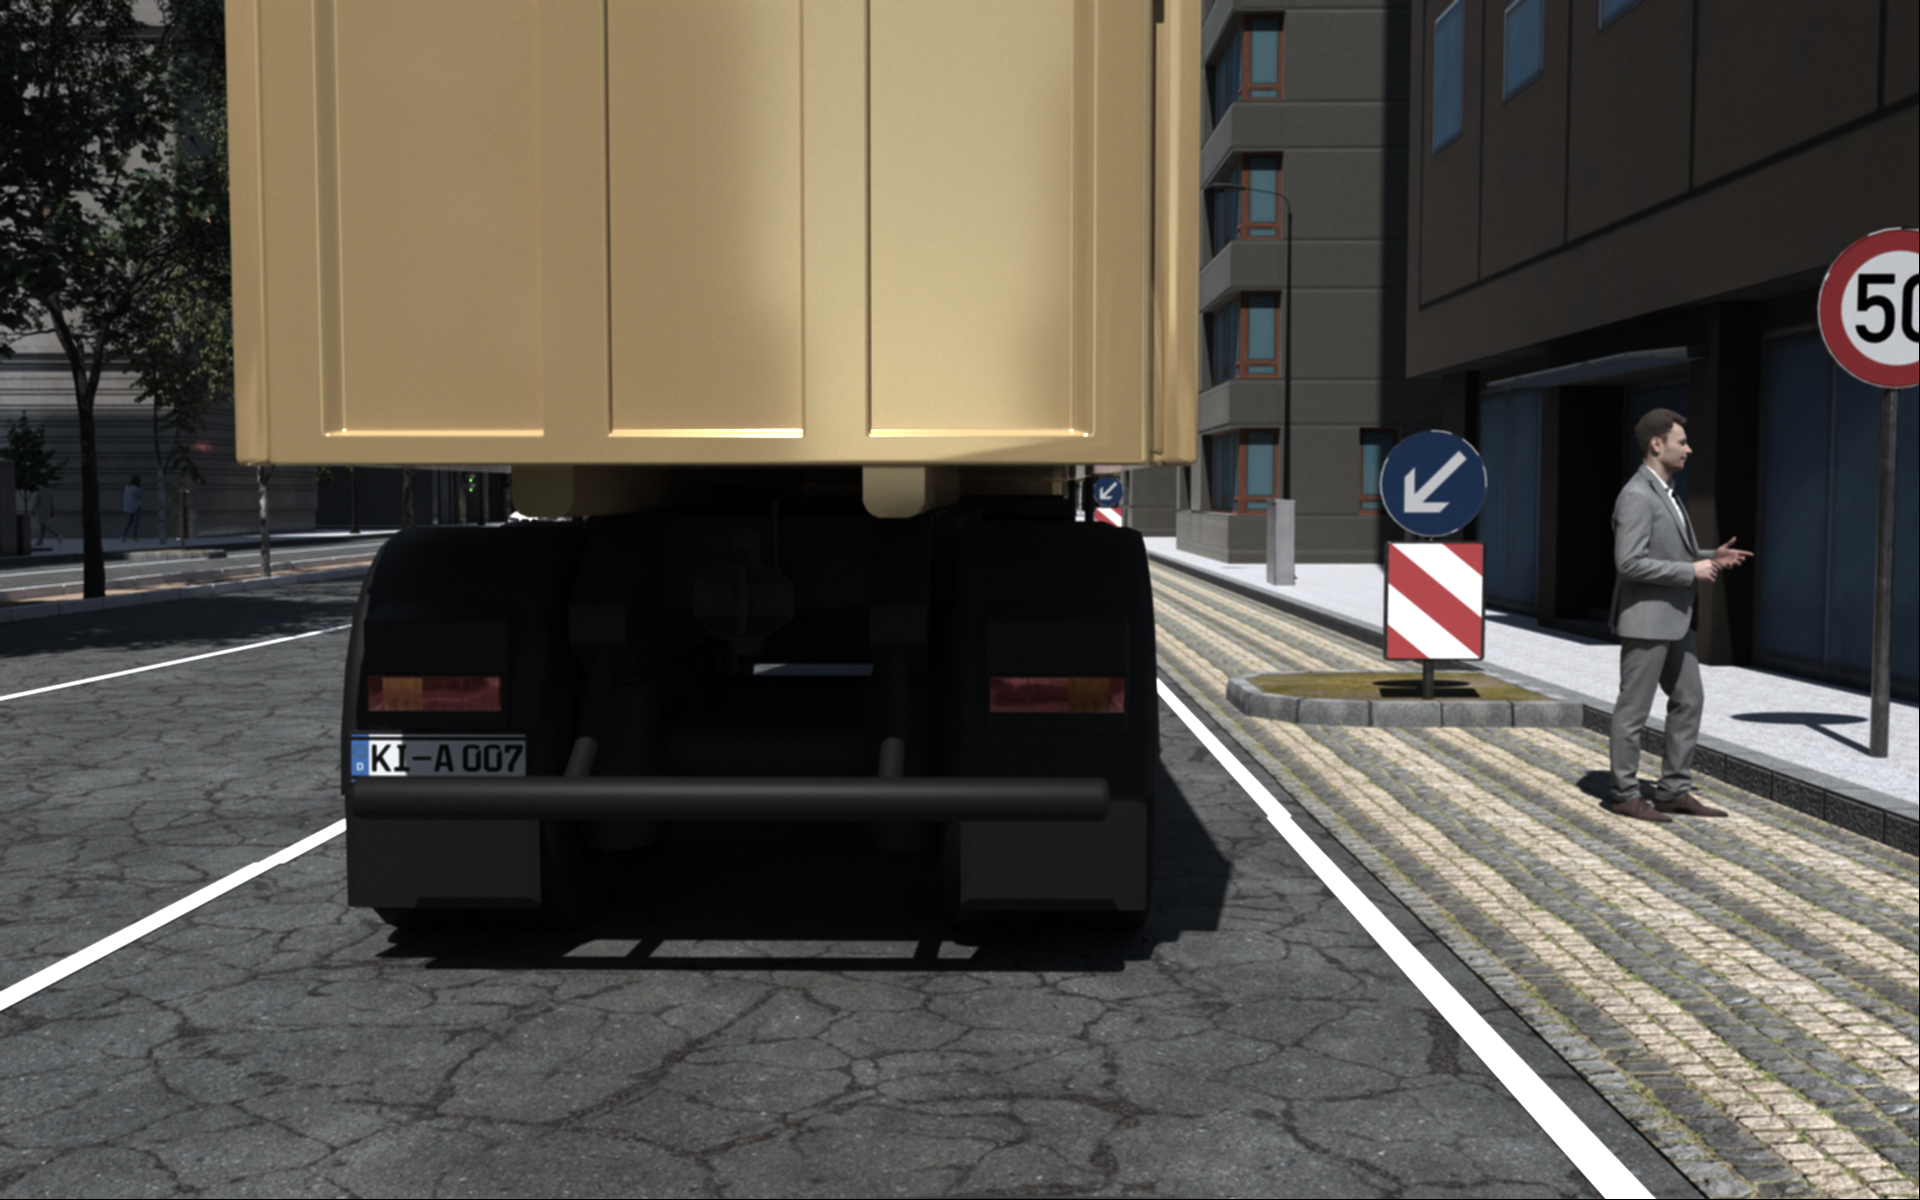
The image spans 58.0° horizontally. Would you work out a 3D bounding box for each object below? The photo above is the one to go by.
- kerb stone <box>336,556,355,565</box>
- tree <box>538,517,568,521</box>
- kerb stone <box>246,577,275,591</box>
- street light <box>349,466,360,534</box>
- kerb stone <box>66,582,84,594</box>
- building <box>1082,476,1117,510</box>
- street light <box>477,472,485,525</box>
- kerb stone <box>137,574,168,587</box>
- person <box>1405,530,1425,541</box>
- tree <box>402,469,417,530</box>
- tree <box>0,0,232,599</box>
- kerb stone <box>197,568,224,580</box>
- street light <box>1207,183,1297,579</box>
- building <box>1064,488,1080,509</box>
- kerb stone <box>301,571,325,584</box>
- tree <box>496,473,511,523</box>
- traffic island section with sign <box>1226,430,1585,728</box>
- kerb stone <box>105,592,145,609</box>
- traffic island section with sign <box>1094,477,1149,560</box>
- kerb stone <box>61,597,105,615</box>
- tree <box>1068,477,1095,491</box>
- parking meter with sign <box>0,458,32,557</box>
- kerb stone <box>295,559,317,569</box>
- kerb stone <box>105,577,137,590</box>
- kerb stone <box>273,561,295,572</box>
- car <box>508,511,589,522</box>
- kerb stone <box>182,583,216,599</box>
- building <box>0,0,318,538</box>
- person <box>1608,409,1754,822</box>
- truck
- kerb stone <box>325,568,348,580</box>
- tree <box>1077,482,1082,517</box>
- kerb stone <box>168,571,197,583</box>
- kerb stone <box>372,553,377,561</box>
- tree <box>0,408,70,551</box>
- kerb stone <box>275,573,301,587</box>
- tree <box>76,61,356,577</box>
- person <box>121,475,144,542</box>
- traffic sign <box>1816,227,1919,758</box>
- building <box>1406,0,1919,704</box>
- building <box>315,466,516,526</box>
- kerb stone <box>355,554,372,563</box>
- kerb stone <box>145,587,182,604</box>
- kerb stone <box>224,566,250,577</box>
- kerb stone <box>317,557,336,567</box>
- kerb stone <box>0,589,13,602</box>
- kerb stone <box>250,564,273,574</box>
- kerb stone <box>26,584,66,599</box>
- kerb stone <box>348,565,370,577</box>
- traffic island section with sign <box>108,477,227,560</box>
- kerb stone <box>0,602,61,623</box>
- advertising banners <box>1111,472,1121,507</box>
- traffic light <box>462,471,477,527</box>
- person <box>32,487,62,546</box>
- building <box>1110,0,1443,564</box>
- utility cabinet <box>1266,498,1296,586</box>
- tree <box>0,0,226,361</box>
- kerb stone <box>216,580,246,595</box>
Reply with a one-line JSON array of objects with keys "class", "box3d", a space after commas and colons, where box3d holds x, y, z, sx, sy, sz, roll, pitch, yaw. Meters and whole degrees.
[{"class": "kerb stone", "box3d": [-12.615, -0.796, 35.260, 0.120, 0.150, 1.000, 0, 4, 1]}, {"class": "tree", "box3d": [-11.410, -5.934, 49.833, 4.737, 8.622, 4.395, 0, 3, 0]}, {"class": "kerb stone", "box3d": [-10.614, -0.237, 26.065, 0.120, 0.150, 1.000, 0, 4, 1]}, {"class": "street light", "box3d": [-19.137, -5.113, 56.141, 1.470, 5.913, 1.316, 0, 4, 1]}, {"class": "kerb stone", "box3d": [-12.731, -0.173, 25.017, 0.120, 0.150, 1.000, 0, 4, 1]}, {"class": "building", "box3d": [19.239, -31.955, 177.081, 22.147, 44.769, 28.867, 0, 4, 1]}, {"class": "street light", "box3d": [-19.101, -6.014, 70.870, 1.470, 5.913, 1.316, 0, 4, 1]}, {"class": "kerb stone", "box3d": [-12.704, -0.298, 27.060, 0.120, 0.150, 1.000, 0, 4, 1]}, {"class": "person", "box3d": [7.637, -1.367, 28.939, 0.519, 1.759, 0.362, 1, 4, 18]}, {"class": "tree", "box3d": [-11.640, -6.620, 36.450, 9.928, 11.665, 9.643, 0, 3, 0]}, {"class": "tree", "box3d": [-11.350, -5.256, 22.803, 8.767, 10.594, 7.601, 0, 4, 1]}, {"class": "kerb stone", "box3d": [-12.692, -0.421, 29.105, 0.120, 0.150, 1.000, 0, 4, 1]}, {"class": "street light", "box3d": [4.388, -3.272, 26.038, 1.470, 5.913, 1.316, 0, 4, 1]}, {"class": "building", "box3d": [14.338, -28.824, 154.874, 14.154, 41.232, 14.086, 0, 4, 1]}, {"class": "kerb stone", "box3d": [-10.598, -0.363, 28.130, 0.120, 0.150, 1.000, 0, 4, 1]}, {"class": "tree", "box3d": [-20.169, -5.117, 78.265, 1.663, 3.219, 1.824, 0, 3, 0]}, {"class": "traffic island section with sign", "box3d": [2.833, -0.176, 11.503, 1.989, 1.847, 2.006, 0, 4, 1]}, {"class": "kerb stone", "box3d": [-10.665, 0.018, 21.959, 0.120, 0.150, 1.000, 0, 4, 1]}, {"class": "traffic island section with sign", "box3d": [3.127, -1.824, 38.457, 1.989, 1.847, 2.006, 0, 4, 1]}, {"class": "kerb stone", "box3d": [-10.673, 0.078, 20.931, 0.120, 0.150, 1.000, 0, 4, 1]}, {"class": "tree", "box3d": [6.858, -7.375, 104.289, 4.285, 4.588, 4.351, 0, 3, 0]}, {"class": "parking meter with sign", "box3d": [-19.609, -2.390, 35.341, 0.543, 3.016, 1.738, 0, 4, -2]}, {"class": "kerb stone", "box3d": [-12.631, -0.671, 33.209, 0.120, 0.150, 1.000, 0, 4, 1]}, {"class": "kerb stone", "box3d": [-12.715, -0.227, 26.039, 0.120, 0.150, 1.000, 0, 4, 1]}, {"class": "kerb stone", "box3d": [-12.656, -0.608, 32.187, 0.120, 0.150, 1.000, 0, 4, 1]}, {"class": "car", "box3d": [-14.083, -2.881, 59.468, 2.083, 1.381, 4.827, 0, 4, 2]}, {"class": "kerb stone", "box3d": [-10.640, -0.111, 24.013, 0.120, 0.150, 1.000, 0, 4, 1]}, {"class": "building", "box3d": [-32.096, -13.350, 54.434, 21.152, 22.565, 11.583, 0, 4, 1]}, {"class": "person", "box3d": [3.117, 0.071, 7.546, 0.583, 1.804, 0.606, 2, 4, 32]}, {"class": "truck", "box3d": [-0.570, -0.818, 9.300, 3.469, 3.379, 9.791, 0, 4, 1]}, {"class": "kerb stone", "box3d": [-10.583, -0.426, 29.153, 0.120, 0.150, 1.000, 0, 4, 1]}, {"class": "tree", "box3d": [6.709, -9.035, 98.079, 4.360, 8.622, 3.978, 0, 3, 0]}, {"class": "kerb stone", "box3d": [-12.693, -0.360, 28.082, 0.120, 0.150, 1.000, 0, 4, 1]}, {"class": "kerb stone", "box3d": [-12.604, -0.925, 37.315, 0.120, 0.150, 1.000, 0, 4, 1]}, {"class": "tree", "box3d": [-21.018, -2.728, 39.198, 1.663, 3.219, 1.824, 0, 3, 0]}, {"class": "kerb stone", "box3d": [-10.608, -0.298, 27.100, 0.120, 0.150, 1.000, 0, 4, 1]}, {"class": "tree", "box3d": [-11.834, -4.667, 29.125, 4.737, 8.622, 4.395, 0, 3, 0]}, {"class": "person", "box3d": [-22.401, -2.480, 46.860, 0.793, 1.790, 0.793, 0, 4, -7]}, {"class": "traffic sign", "box3d": [4.487, -0.506, 8.381, 0.768, 2.556, 0.104, 0, 4, 1]}, {"class": "building", "box3d": [12.310, -22.192, 12.952, 14.600, 45.320, 14.200, 0, 4, 1]}, {"class": "building", "box3d": [-30.866, -17.262, 86.756, 19.350, 26.468, 34.151, 0, 4, 1]}, {"class": "kerb stone", "box3d": [-12.605, -0.856, 36.285, 0.120, 0.150, 1.000, 0, 4, 1]}, {"class": "kerb stone", "box3d": [-10.652, -0.048, 22.981, 0.120, 0.150, 1.000, 0, 4, 1]}, {"class": "kerb stone", "box3d": [-12.661, -0.485, 30.133, 0.120, 0.150, 1.000, 0, 4, 1]}, {"class": "kerb stone", "box3d": [-12.632, -0.732, 34.236, 0.120, 0.150, 1.000, 0, 4, 1]}, {"class": "kerb stone", "box3d": [-12.754, -0.045, 22.973, 0.120, 0.150, 1.000, 0, 4, 1]}, {"class": "kerb stone", "box3d": [-12.666, -0.542, 31.161, 0.120, 0.150, 1.000, 0, 4, 1]}, {"class": "kerb stone", "box3d": [-12.750, -0.110, 23.995, 0.120, 0.150, 1.000, 0, 4, 1]}, {"class": "kerb stone", "box3d": [-10.572, -0.489, 30.188, 0.120, 0.150, 1.000, 0, 4, 1]}, {"class": "traffic island section with sign", "box3d": [-17.593, -1.839, 38.693, 1.989, 1.847, 2.006, 0, 4, 1]}, {"class": "kerb stone", "box3d": [-10.688, 0.140, 19.906, 0.120, 0.150, 1.000, 0, 4, 1]}, {"class": "advertising banners", "box3d": [4.821, -3.497, 53.357, 0.090, 3.025, 2.074, 0, 4, -2]}, {"class": "traffic light", "box3d": [-17.623, -4.443, 61.562, 0.839, 4.253, 0.868, 0, 4, 1]}, {"class": "person", "box3d": [-22.701, -2.217, 43.042, 0.760, 1.731, 0.466, 0, 4, -8]}, {"class": "building", "box3d": [18.923, -12.261, 45.512, 27.650, 21.520, 28.899, 0, 4, 1]}, {"class": "utility cabinet", "box3d": [4.585, -0.830, 24.727, 0.306, 1.237, 1.020, 0, 4, 4]}, {"class": "tree", "box3d": [-11.722, -5.785, 14.052, 9.611, 12.733, 9.660, 0, 3, 0]}, {"class": "kerb stone", "box3d": [-10.629, -0.174, 25.043, 0.120, 0.150, 1.000, 0, 4, 1]}]
